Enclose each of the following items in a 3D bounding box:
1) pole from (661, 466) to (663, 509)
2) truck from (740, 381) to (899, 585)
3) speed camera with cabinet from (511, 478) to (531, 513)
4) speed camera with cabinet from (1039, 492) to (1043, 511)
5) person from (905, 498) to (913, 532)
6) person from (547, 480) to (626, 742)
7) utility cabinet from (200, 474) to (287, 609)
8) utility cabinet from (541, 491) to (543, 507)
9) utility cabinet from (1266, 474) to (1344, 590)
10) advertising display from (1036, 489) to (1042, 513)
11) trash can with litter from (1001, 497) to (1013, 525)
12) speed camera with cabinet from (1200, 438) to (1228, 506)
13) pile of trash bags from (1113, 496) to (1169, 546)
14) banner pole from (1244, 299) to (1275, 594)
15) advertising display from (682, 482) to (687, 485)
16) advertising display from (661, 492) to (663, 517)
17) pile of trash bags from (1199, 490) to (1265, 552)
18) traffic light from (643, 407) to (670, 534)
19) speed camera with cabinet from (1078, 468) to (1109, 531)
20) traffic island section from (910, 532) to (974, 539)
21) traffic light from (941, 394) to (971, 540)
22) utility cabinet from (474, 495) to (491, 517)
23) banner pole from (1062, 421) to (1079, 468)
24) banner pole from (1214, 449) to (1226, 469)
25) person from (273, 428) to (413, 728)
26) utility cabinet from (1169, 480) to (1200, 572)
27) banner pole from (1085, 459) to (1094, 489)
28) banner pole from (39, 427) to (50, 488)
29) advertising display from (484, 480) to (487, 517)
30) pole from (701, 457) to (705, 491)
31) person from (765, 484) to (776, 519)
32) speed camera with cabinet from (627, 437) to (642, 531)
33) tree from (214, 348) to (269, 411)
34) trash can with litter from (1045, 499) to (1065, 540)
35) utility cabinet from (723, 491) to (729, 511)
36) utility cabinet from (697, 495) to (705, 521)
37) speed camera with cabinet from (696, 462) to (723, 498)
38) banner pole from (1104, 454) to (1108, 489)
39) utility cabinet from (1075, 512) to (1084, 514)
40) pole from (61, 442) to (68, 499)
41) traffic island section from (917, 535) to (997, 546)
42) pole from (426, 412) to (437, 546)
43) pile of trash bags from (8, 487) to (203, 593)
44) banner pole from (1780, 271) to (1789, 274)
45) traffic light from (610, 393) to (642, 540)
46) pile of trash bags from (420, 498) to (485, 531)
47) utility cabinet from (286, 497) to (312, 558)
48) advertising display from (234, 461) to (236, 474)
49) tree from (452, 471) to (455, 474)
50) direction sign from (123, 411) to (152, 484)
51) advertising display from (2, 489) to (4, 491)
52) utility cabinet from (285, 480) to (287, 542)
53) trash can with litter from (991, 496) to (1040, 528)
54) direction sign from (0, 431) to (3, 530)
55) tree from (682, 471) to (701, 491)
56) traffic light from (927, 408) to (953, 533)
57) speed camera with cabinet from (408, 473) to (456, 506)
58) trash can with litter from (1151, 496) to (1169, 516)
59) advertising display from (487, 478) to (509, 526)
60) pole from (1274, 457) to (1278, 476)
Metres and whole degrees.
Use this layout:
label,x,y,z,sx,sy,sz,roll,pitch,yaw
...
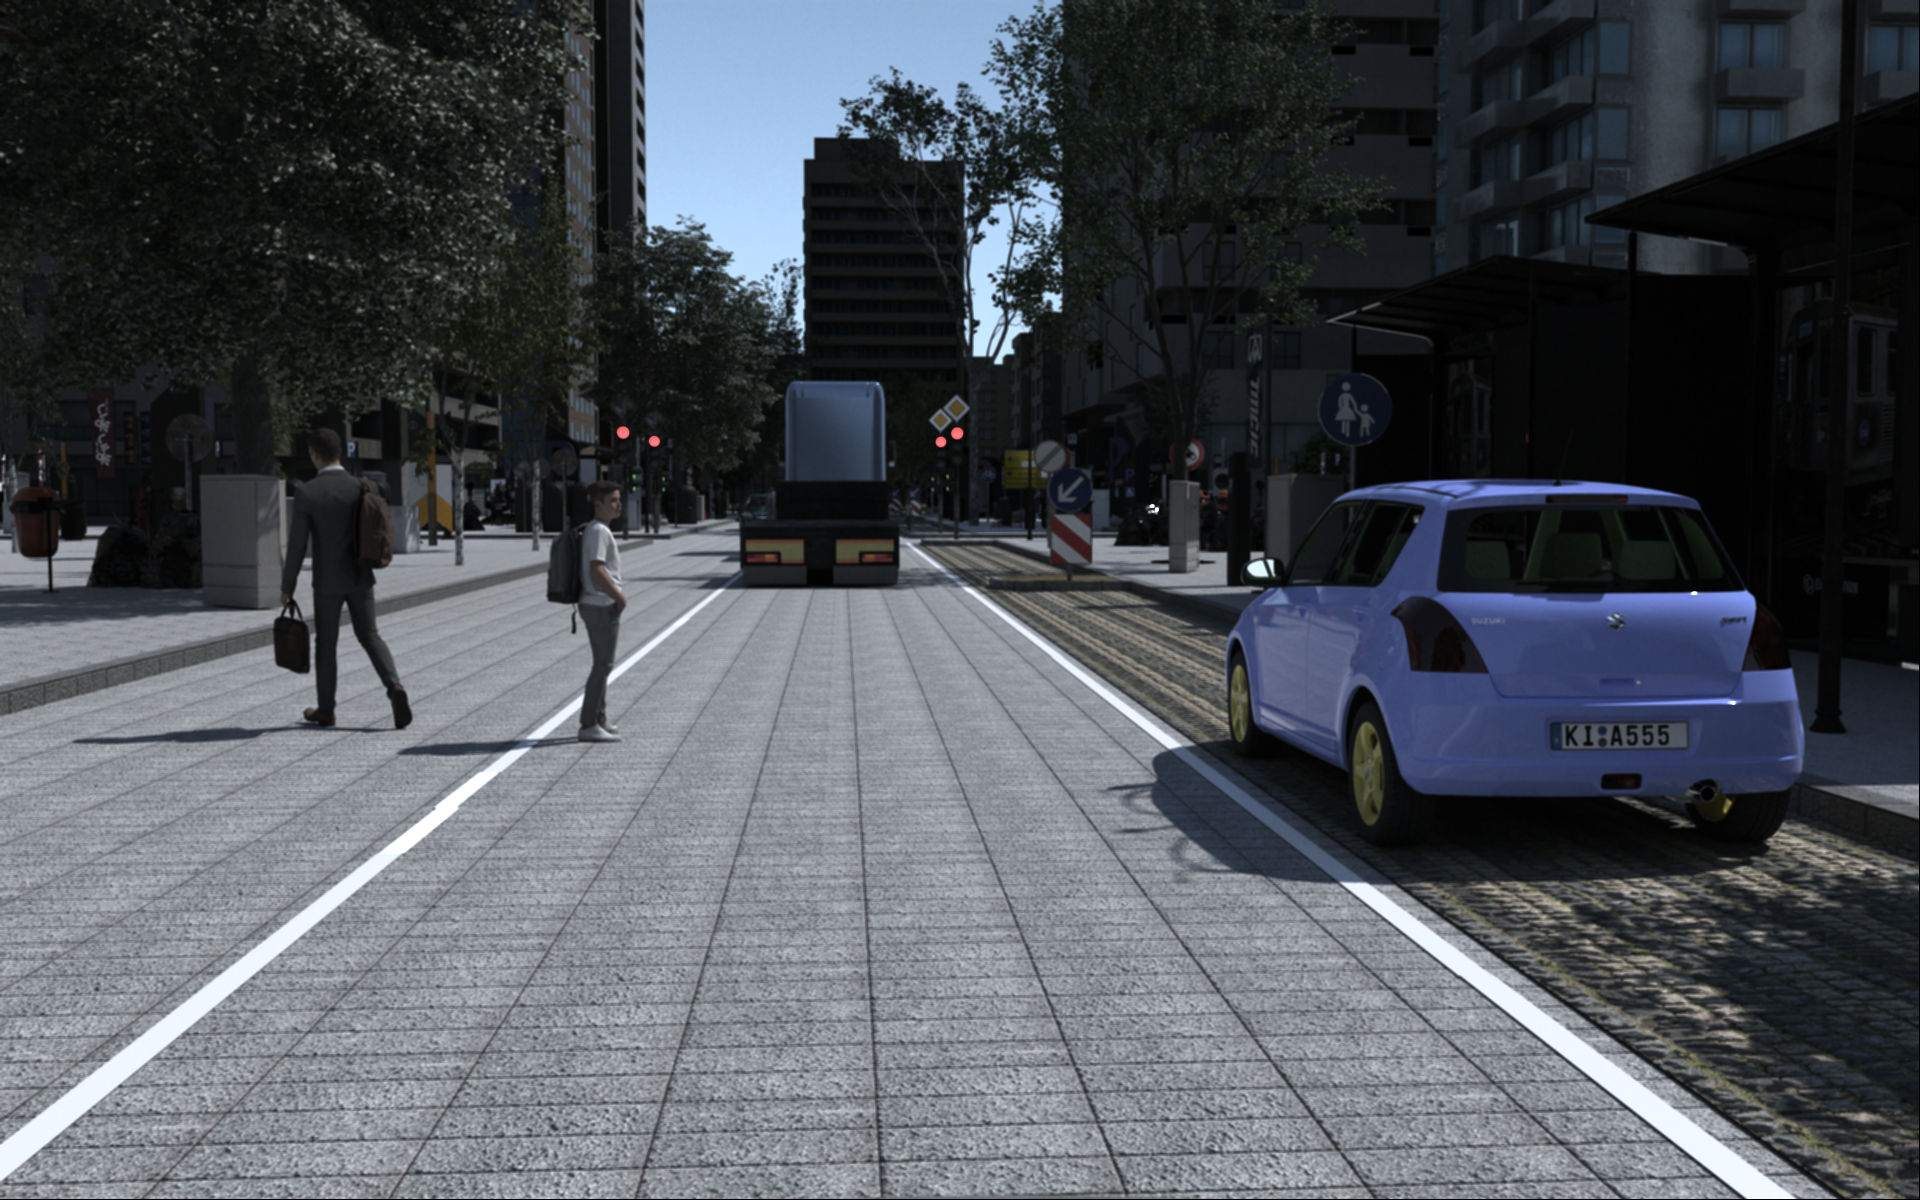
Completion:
label,x,y,z,sx,sy,sz,roll,pitch,yaw
pole,-17.117,-6.441,99.152,0.158,3.312,0.155,0,3,0
truck,-2.658,-2.806,35.632,2.967,4.110,18.799,0,4,-3
speed camera with cabinet,-30.448,-7.753,121.090,0.660,3.252,2.038,2,4,31
speed camera with cabinet,5.139,-8.249,129.201,2.038,3.252,0.660,0,4,1
person,-1.898,-3.177,64.699,0.306,1.304,0.590,1,4,17
person,-2.104,0.062,10.081,0.503,1.515,0.523,3,4,38
utility cabinet,-8.099,-0.663,19.522,1.173,1.500,0.318,3,4,38
utility cabinet,-27.525,-6.385,113.079,1.173,1.500,0.318,1,4,13
utility cabinet,3.841,-0.650,19.302,0.318,1.500,1.173,3,5,41
advertising display,5.255,-6.931,118.534,0.123,1.923,0.974,-3,4,-39
trash can with litter,1.814,-3.556,69.522,0.624,1.170,1.055,0,4,1
speed camera with cabinet,8.555,-4.078,61.014,2.038,3.252,0.660,1,4,8
pile of trash bags,5.410,-2.083,43.806,1.912,1.369,3.447,2,4,34
banner pole,3.896,-1.988,22.514,0.401,3.779,0.863,-1,4,-17
advertising display,-15.071,-5.458,94.459,0.974,1.923,0.123,0,4,-6
advertising display,-17.286,-5.688,98.209,0.974,1.923,0.123,-3,4,-37
pile of trash bags,6.322,-1.845,39.925,1.912,1.369,3.447,0,4,-2
traffic light,-9.847,-4.112,56.145,0.839,4.253,0.868,0,4,-4
speed camera with cabinet,4.742,-4.088,61.179,2.038,3.252,0.660,3,5,44
traffic island section,-0.618,-2.117,56.901,2.009,0.180,2.903,0,4,-4
traffic light,-0.116,-3.663,48.818,0.839,4.253,0.868,0,4,-4
utility cabinet,-27.244,-5.370,98.960,1.020,1.237,0.306,1,4,13
banner pole,3.738,-4.253,59.561,0.863,3.779,0.401,-2,4,-32
banner pole,14.445,-6.487,96.073,0.863,3.779,0.401,2,4,31
person,-3.776,-0.129,10.571,0.822,1.834,0.622,3,4,38
utility cabinet,3.719,-1.217,28.584,0.318,1.500,1.173,1,4,18
banner pole,9.160,-8.153,123.320,0.863,3.779,0.401,0,4,6
banner pole,-34.080,-4.560,64.567,0.401,3.779,0.863,0,4,-2
advertising display,-21.549,-4.586,80.190,0.974,1.923,0.123,-3,5,-45
pole,-13.977,-6.137,94.184,0.158,3.312,0.155,0,3,0
person,-7.066,-3.455,65.267,0.678,1.792,0.850,1,4,12
speed camera with cabinet,-11.524,-4.072,60.914,0.660,3.252,2.038,-1,4,-12
tree,-26.305,-7.057,65.739,4.737,8.622,4.395,0,3,0
trash can with litter,2.742,-2.198,47.317,0.624,1.170,1.055,-2,4,-23
utility cabinet,-17.336,-7.322,128.391,0.318,1.500,1.173,0,4,-2
utility cabinet,-12.617,-4.348,82.250,1.020,1.237,0.306,2,4,28
speed camera with cabinet,-15.150,-6.650,103.070,2.038,3.252,0.660,0,3,0
banner pole,9.057,-7.181,107.427,0.401,3.779,0.863,1,4,22
utility cabinet,4.806,-3.703,71.702,0.306,1.237,1.020,2,4,33
pole,-34.904,-4.506,67.517,0.158,3.312,0.155,0,3,0
traffic island section,-0.075,-1.630,48.934,2.009,0.180,2.903,0,4,-4
pole,-13.108,-3.005,42.976,0.158,3.312,0.155,0,3,0
pile of trash bags,-11.281,-0.861,23.823,1.912,1.369,3.447,2,4,32
banner pole,8.200,-1.676,17.419,0.401,3.779,0.863,1,4,14
traffic light,-9.304,-3.624,48.178,0.839,4.253,0.868,0,4,-4
pile of trash bags,-18.275,-3.131,60.939,3.447,1.369,1.912,3,5,42
utility cabinet,-13.493,-1.437,34.658,1.020,1.237,0.306,-2,4,-24
advertising display,-13.538,-1.710,33.171,0.123,1.923,0.974,1,4,12
tree,-24.038,-5.213,79.837,1.663,3.219,1.824,0,3,0
direction sign,-22.587,-3.404,47.647,0.876,3.537,0.379,1,4,15
advertising display,-70.291,-7.464,127.246,0.123,1.923,0.974,-2,4,-32
utility cabinet,-10.981,-1.097,26.615,1.173,1.500,0.318,0,4,6
trash can with litter,2.095,-3.436,67.228,2.233,1.210,1.678,-1,4,-13
direction sign,-34.728,-4.309,62.441,0.876,3.537,0.379,3,4,38
tree,-19.889,-8.152,127.881,1.663,3.219,1.824,0,3,0
traffic light,-0.658,-4.151,56.784,0.839,4.253,0.868,0,4,-4
speed camera with cabinet,-23.337,-5.029,76.559,2.038,3.252,0.660,-1,4,-13
trash can with litter,5.238,-2.241,48.022,0.624,1.170,1.055,-3,4,-38
advertising display,-18.634,-3.966,70.059,0.974,1.923,0.123,2,4,31
pole,17.448,-6.224,95.604,0.158,3.312,0.155,0,3,0
